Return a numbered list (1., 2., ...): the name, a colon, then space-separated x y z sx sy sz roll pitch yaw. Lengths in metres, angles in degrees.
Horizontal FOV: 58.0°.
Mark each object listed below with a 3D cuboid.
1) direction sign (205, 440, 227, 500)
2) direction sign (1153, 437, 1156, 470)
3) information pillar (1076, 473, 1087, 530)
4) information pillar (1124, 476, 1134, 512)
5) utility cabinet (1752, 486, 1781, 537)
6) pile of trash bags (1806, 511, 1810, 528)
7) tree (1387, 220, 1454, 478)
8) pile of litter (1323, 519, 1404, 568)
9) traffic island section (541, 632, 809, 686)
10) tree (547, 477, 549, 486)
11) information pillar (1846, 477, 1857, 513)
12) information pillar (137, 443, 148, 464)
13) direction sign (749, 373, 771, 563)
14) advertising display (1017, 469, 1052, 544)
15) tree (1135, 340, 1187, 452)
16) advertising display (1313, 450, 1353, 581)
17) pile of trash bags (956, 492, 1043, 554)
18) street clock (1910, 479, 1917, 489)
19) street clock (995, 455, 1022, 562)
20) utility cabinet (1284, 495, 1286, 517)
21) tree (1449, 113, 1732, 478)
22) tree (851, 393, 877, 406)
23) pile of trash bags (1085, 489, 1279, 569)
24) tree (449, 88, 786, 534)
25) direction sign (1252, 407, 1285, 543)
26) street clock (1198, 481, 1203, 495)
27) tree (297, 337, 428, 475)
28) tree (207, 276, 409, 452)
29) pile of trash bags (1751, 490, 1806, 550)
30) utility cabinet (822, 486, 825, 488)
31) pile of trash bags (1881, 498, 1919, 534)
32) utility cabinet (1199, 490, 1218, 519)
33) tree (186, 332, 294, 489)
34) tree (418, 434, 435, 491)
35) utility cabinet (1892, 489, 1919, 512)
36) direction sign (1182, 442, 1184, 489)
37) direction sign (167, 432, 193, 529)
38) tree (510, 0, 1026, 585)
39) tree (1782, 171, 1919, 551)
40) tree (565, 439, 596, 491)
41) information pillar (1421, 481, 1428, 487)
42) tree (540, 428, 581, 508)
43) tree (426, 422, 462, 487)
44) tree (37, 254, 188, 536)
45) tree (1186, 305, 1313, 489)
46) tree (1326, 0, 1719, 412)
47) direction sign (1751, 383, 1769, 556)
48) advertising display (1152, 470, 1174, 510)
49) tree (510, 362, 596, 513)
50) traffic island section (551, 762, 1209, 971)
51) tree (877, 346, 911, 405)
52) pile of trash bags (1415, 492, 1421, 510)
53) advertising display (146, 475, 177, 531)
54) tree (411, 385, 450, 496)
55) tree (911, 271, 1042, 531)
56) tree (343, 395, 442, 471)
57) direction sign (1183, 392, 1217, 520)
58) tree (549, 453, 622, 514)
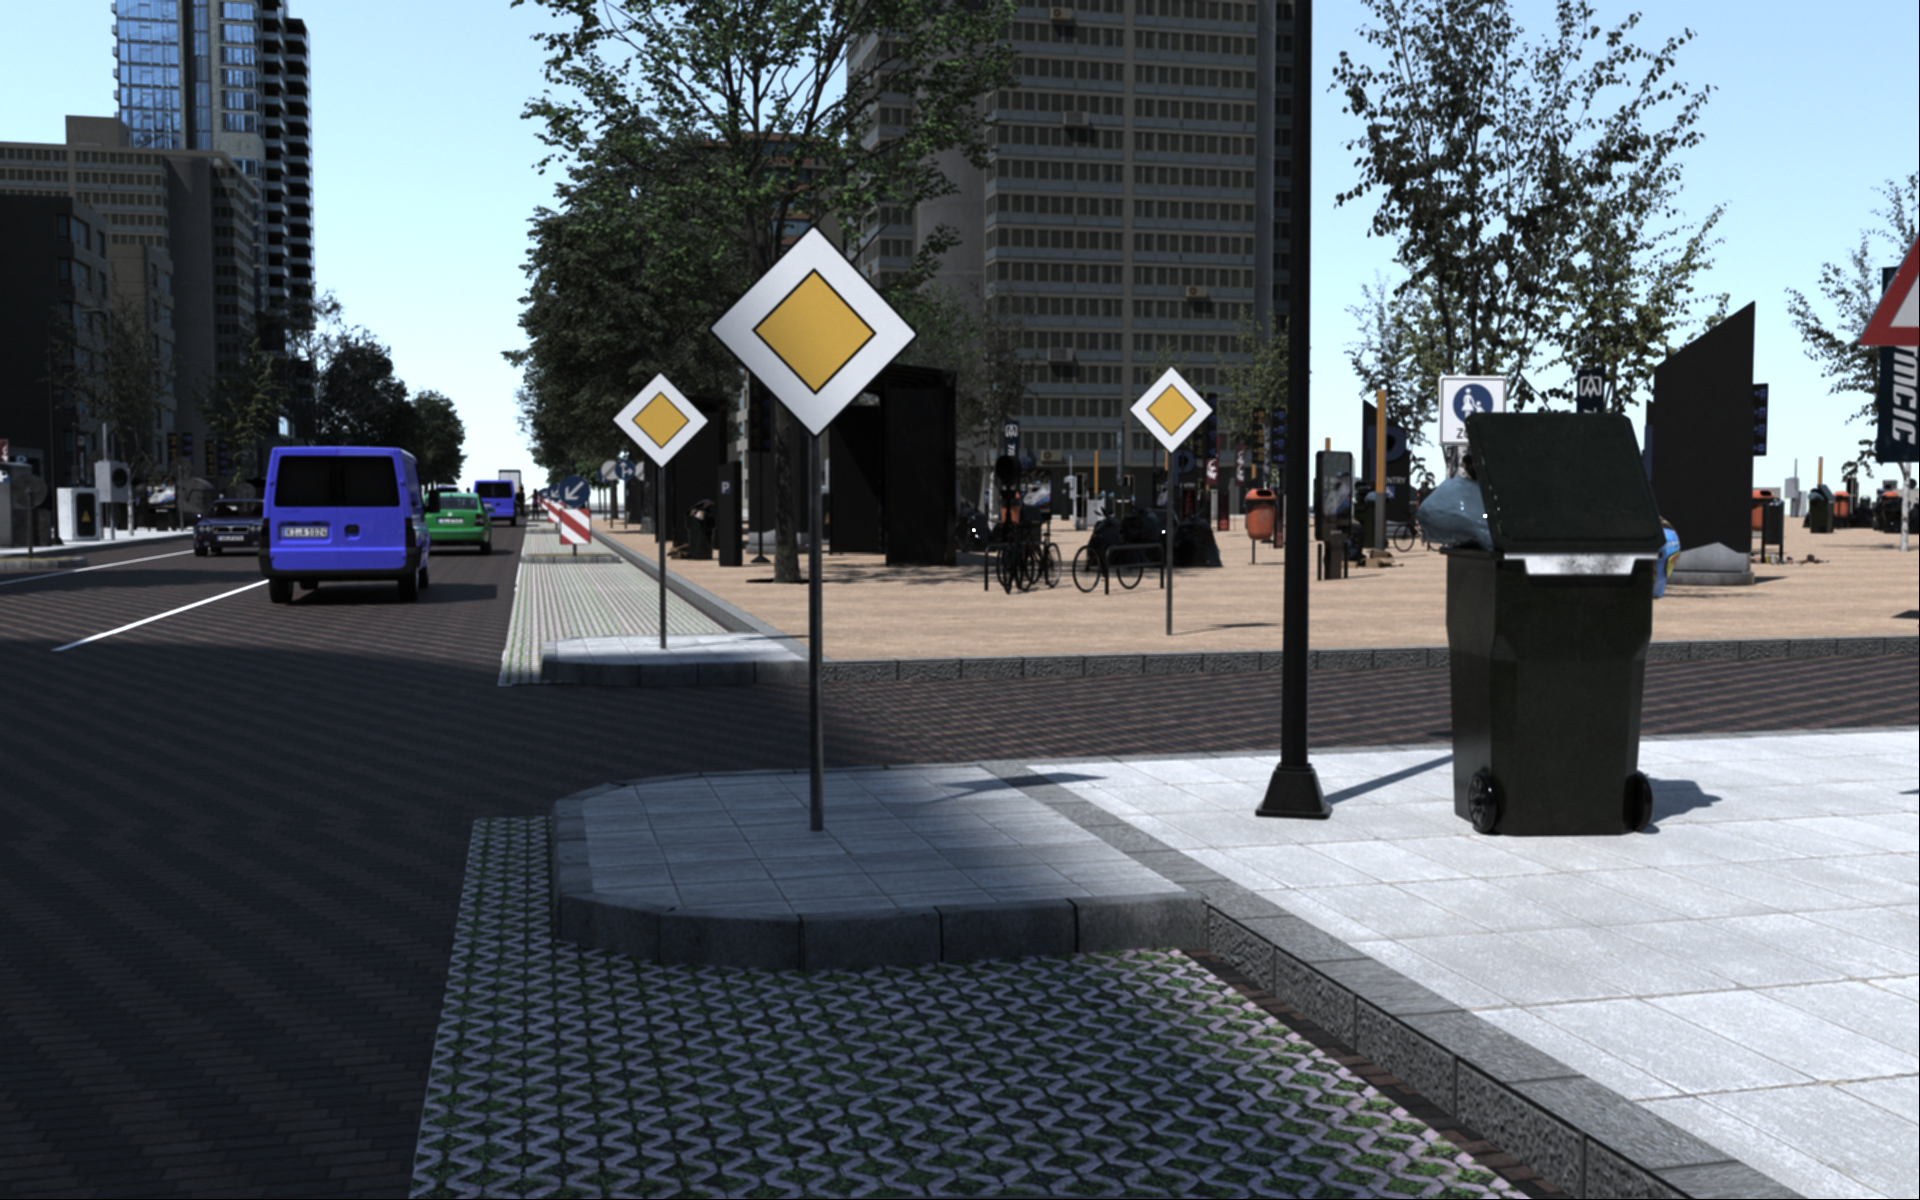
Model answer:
1. direction sign: -31.373 -4.960 73.092 0.379 3.537 0.876 3 5 43
2. direction sign: 7.419 -4.530 66.061 0.379 3.537 0.876 0 4 2
3. information pillar: 4.300 -3.473 61.280 0.304 2.012 0.304 2 4 33
4. information pillar: 6.699 -3.928 68.722 0.304 2.012 0.304 -3 4 -39
5. utility cabinet: 23.302 -2.565 50.612 1.173 1.500 0.318 2 4 30
6. pile of trash bags: 33.867 -3.409 65.482 3.447 1.369 1.912 -1 4 -11
7. tree: 12.522 -5.710 43.714 4.737 8.622 4.395 0 3 0
8. pile of litter: 7.125 -1.012 30.512 1.719 0.858 1.176 -1 4 -20
9. traffic island section: -2.443 0.483 14.386 2.009 0.180 2.903 -1 4 -14
10. tree: -45.671 -13.136 198.484 4.285 4.588 4.351 0 3 0
11. information pillar: 39.036 -4.366 75.873 0.304 2.012 0.304 -2 4 -24
12. information pillar: -36.765 -5.295 77.923 0.183 3.616 0.504 2 4 29
13. direction sign: -3.716 -2.458 32.191 0.379 3.537 0.876 1 4 18
14. advertising display: 1.902 -2.386 44.231 0.974 1.923 0.123 -2 4 -28
15. tree: 10.206 -8.082 82.499 4.737 8.622 4.395 0 3 0
16. advertising display: 5.609 -1.271 25.995 0.123 1.923 0.974 3 5 39
17. pile of trash bags: 0.894 -1.748 38.327 1.912 1.369 3.447 -1 4 -8
18. street clock: 44.870 -4.724 81.811 0.471 2.002 0.358 0 3 0
19. street clock: 0.899 -1.684 32.110 0.471 2.002 0.358 3 5 44
20. utility cabinet: 18.645 -5.253 97.048 1.020 1.237 0.306 1 4 23
21. tree: 13.027 -5.153 34.620 4.737 8.622 4.395 0 3 0
22. tree: -4.341 -7.712 76.445 4.360 8.622 3.978 0 3 0
23. pile of trash bags: 4.064 -1.296 30.938 3.447 1.369 1.912 -1 4 -16
24. tree: -10.018 -9.087 55.234 9.857 13.997 8.962 0 3 0
25. direction sign: 8.045 -3.254 45.208 0.876 3.537 0.379 -1 4 -9
26. street clock: 13.224 -5.563 95.520 0.471 2.002 0.358 2 4 28
27. tree: -43.188 -12.727 125.100 9.611 12.733 9.660 0 3 0
28. tree: -36.376 -11.432 97.281 12.009 13.543 11.850 0 3 0
29. pile of trash bags: 16.726 -1.772 38.732 3.447 1.369 1.912 -1 4 -18
30. utility cabinet: -3.744 -2.342 46.964 1.173 1.500 0.318 -2 4 -24
31. pile of trash bags: 32.747 -3.161 61.432 3.447 1.369 1.912 3 5 44
32. utility cabinet: 12.786 -4.930 89.285 0.318 1.500 1.173 -2 4 -32
33. tree: -32.308 -7.813 78.112 4.737 8.622 4.395 0 3 0
34. tree: -54.966 -13.637 173.329 4.737 8.622 4.395 0 3 0
35. utility cabinet: 41.770 -4.138 76.341 1.173 1.500 0.318 3 5 42
36. direction sign: 7.368 -3.994 57.293 0.379 3.537 0.876 1 4 10
37. direction sign: -28.731 -4.396 63.864 0.876 3.537 0.379 -3 5 -42
38. tree: -2.652 -6.055 24.752 9.928 11.665 9.643 0 3 0
39. tree: 21.083 -5.411 38.838 4.360 8.622 3.978 0 3 0
40. tree: -33.307 -12.391 152.954 4.360 8.622 3.978 0 3 0
41. information pillar: 26.522 -5.774 98.892 0.304 2.012 0.304 -1 4 -16
42. tree: -31.458 -12.838 144.318 7.601 10.594 8.767 1 4 11
43. tree: -72.596 -19.614 238.817 7.486 12.596 7.792 0 3 0
44. tree: -25.524 -6.265 52.795 4.360 8.622 3.978 0 3 0
45. tree: 11.721 -7.109 66.589 4.737 8.622 4.395 0 3 0
46. tree: 5.930 -4.241 19.704 4.360 8.622 3.978 0 3 0
47. direction sign: 16.267 -2.679 35.794 0.379 3.537 0.876 -2 4 -28
48. advertising display: 5.488 -2.542 46.771 0.123 1.923 0.974 3 4 37
49. tree: -26.120 -12.768 119.122 12.009 13.543 11.850 0 3 0
50. traffic island section: -0.529 0.957 6.633 2.009 0.180 2.903 -1 4 -14
51. tree: -0.830 -7.301 69.741 4.360 8.622 3.978 0 3 0
52. pile of trash bags: 17.862 -3.904 73.575 3.447 1.369 1.912 0 4 -5
53. advertising display: -27.525 -3.333 59.716 0.974 1.923 0.123 -1 4 -10
54. tree: -63.153 -18.233 204.770 9.857 13.997 8.962 0 3 0
55. tree: 0.954 -6.556 57.556 4.360 8.622 3.978 0 3 0
56. tree: -51.529 -13.664 157.814 7.601 10.594 8.767 1 4 13
57. direction sign: 5.459 -2.854 38.666 0.379 3.537 0.876 3 5 42
58. tree: -22.871 -7.739 110.250 4.285 4.588 4.351 0 3 0
